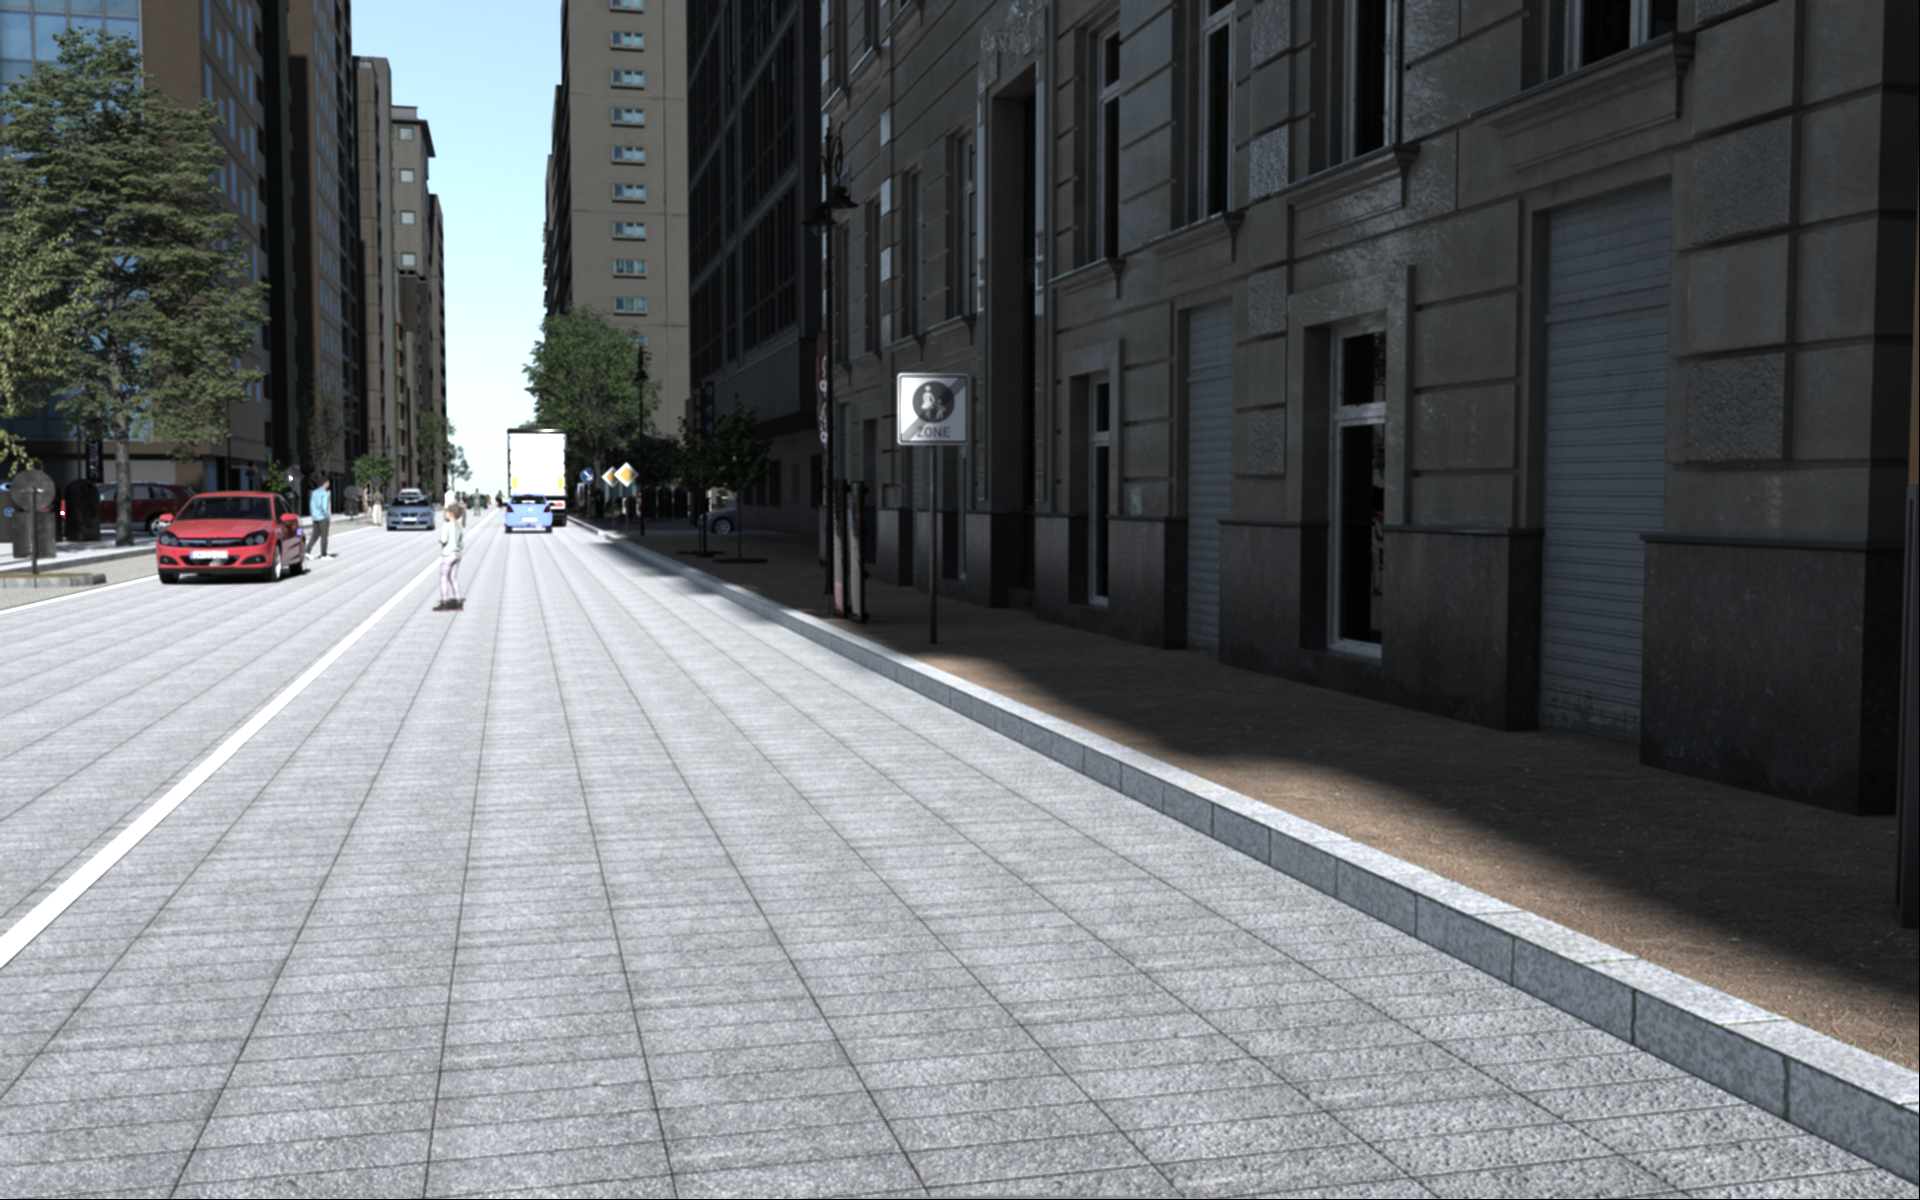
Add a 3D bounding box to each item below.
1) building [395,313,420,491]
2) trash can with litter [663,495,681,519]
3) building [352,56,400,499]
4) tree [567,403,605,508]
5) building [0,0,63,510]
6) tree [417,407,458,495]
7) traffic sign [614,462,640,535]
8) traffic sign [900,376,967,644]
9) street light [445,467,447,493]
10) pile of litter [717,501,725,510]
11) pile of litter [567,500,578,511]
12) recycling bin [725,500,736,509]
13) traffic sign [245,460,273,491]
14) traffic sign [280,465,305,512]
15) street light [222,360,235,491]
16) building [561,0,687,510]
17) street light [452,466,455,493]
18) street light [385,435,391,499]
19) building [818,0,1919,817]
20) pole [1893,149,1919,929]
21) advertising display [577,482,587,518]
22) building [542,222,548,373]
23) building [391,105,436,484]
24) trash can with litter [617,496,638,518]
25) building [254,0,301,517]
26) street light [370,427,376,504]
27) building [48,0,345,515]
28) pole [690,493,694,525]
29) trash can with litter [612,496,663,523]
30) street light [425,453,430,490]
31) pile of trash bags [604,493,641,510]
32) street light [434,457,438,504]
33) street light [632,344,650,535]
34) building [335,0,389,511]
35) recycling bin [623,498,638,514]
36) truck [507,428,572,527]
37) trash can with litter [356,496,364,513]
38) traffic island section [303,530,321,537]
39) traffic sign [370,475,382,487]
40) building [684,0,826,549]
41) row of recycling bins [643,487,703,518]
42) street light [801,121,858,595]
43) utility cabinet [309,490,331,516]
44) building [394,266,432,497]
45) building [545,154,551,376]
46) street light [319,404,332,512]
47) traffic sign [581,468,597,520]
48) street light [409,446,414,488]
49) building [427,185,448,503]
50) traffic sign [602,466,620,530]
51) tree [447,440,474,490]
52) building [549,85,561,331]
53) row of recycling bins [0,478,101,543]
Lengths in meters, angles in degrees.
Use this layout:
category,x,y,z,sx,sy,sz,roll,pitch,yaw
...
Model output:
category,x,y,z,sx,sy,sz,roll,pitch,yaw
building,-70.279,-20.240,175.966,27.650,21.520,28.899,-1,4,-14
trash can with litter,-14.761,-4.698,87.866,2.233,1.210,1.678,3,5,44
building,-58.646,-28.890,155.948,14.154,41.232,14.086,-1,4,-14
tree,-29.845,-11.348,135.903,4.360,8.622,3.978,0,3,0
building,-35.303,-25.435,65.978,14.600,45.320,14.200,-1,4,-14
tree,-63.614,-17.095,205.264,9.928,11.665,9.643,0,3,0
traffic sign,-10.406,-3.087,54.120,0.795,2.450,0.064,-1,4,-14
traffic sign,-0.229,-0.771,14.743,0.606,2.300,0.079,0,4,-5
street light,-72.326,-16.576,243.803,0.468,5.910,1.993,-1,4,-14
pile of litter,-14.593,-5.682,106.872,1.719,0.858,1.176,2,4,27
pile of litter,-29.659,-7.239,132.326,1.719,0.858,1.176,1,4,11
recycling bin,-10.485,-4.145,80.324,0.722,1.027,0.722,-1,4,-18
traffic sign,-20.818,-2.925,51.474,0.795,2.450,0.064,-1,4,-14
traffic sign,-22.807,-3.399,59.209,0.795,2.450,0.064,-1,4,-14
street light,-24.882,-5.270,58.950,0.468,5.910,1.993,-1,4,-14
building,-23.332,-32.250,150.992,21.300,48.544,21.600,-1,4,-14
street light,-80.081,-18.416,273.880,0.468,5.910,1.993,-1,4,-14
street light,-43.960,-9.819,133.335,0.468,5.910,1.993,-1,4,-14
building,6.016,-13.572,19.166,12.463,27.353,25.104,-1,4,-14
pole,2.882,-0.686,5.064,0.158,3.312,0.155,0,3,0
advertising display,-20.122,-5.322,92.236,0.123,1.923,0.974,-3,4,-38
building,-55.056,-40.208,277.008,23.786,49.044,30.456,-1,4,-14
building,-86.546,-39.567,236.151,28.713,52.752,27.495,-1,4,-14
trash can with litter,-17.588,-4.901,91.521,0.624,1.170,1.055,2,4,35
building,-41.948,-19.318,87.558,14.160,30.474,14.107,-1,4,-14
street light,-40.348,-8.950,119.117,0.468,5.910,1.993,-1,4,-14
building,-46.982,-28.045,108.644,14.600,45.320,14.200,-1,4,-14
pole,-11.233,-4.809,72.468,0.158,3.312,0.155,0,3,0
trash can with litter,-14.500,-3.989,76.272,1.678,1.210,2.233,-3,5,-41
street light,-59.802,-13.573,194.703,0.468,5.910,1.993,-1,4,-14
pile of trash bags,-24.909,-7.342,129.789,1.912,1.369,3.447,3,4,37
street light,-64.638,-14.726,213.550,0.468,5.910,1.993,-1,4,-14
street light,-9.861,-4.943,53.601,0.468,5.910,1.993,-1,4,-14
building,-57.102,-42.771,137.552,20.563,71.187,20.611,-1,4,-14
recycling bin,-20.961,-5.966,110.102,0.722,1.027,0.722,1,4,17
truck,-19.267,-5.536,79.425,2.839,4.237,11.283,-1,4,-13
trash can with litter,-40.591,-6.484,117.405,0.624,1.170,1.055,-1,4,-9
traffic island section,-22.828,-2.262,59.265,2.009,0.180,2.903,-1,4,-14
traffic sign,-39.484,-7.161,117.183,0.768,2.556,0.104,-1,4,-13
building,1.262,-15.274,43.242,14.314,27.812,24.014,-1,4,-14
row of recycling bins,-15.654,-5.357,94.696,3.534,1.692,1.069,1,4,9
street light,-1.661,-3.010,21.994,0.468,5.910,1.993,-1,4,-14
utility cabinet,-37.518,-5.676,101.477,1.173,1.500,0.318,-2,4,-25
building,-74.534,-27.326,218.473,14.160,30.474,14.107,-1,4,-14
building,-45.370,-37.523,237.194,21.300,48.544,21.600,-1,4,-14
street light,-32.569,-7.111,89.045,0.468,5.910,1.993,-1,4,-14
traffic sign,-18.069,-5.150,84.313,0.768,2.556,0.104,-1,4,-13
street light,-51.857,-11.699,164.061,0.468,5.910,1.993,-1,4,-14
building,-89.224,-39.018,261.644,21.300,48.544,21.600,-1,4,-14
traffic sign,-12.395,-3.560,61.855,0.795,2.450,0.064,-1,4,-14
tree,-83.896,-21.479,285.596,7.601,10.594,8.767,-1,4,-18
building,-35.551,-35.205,199.300,21.300,48.544,21.600,-1,4,-14
row of recycling bins,-24.791,-2.374,45.924,3.534,1.692,1.069,-2,4,-35
